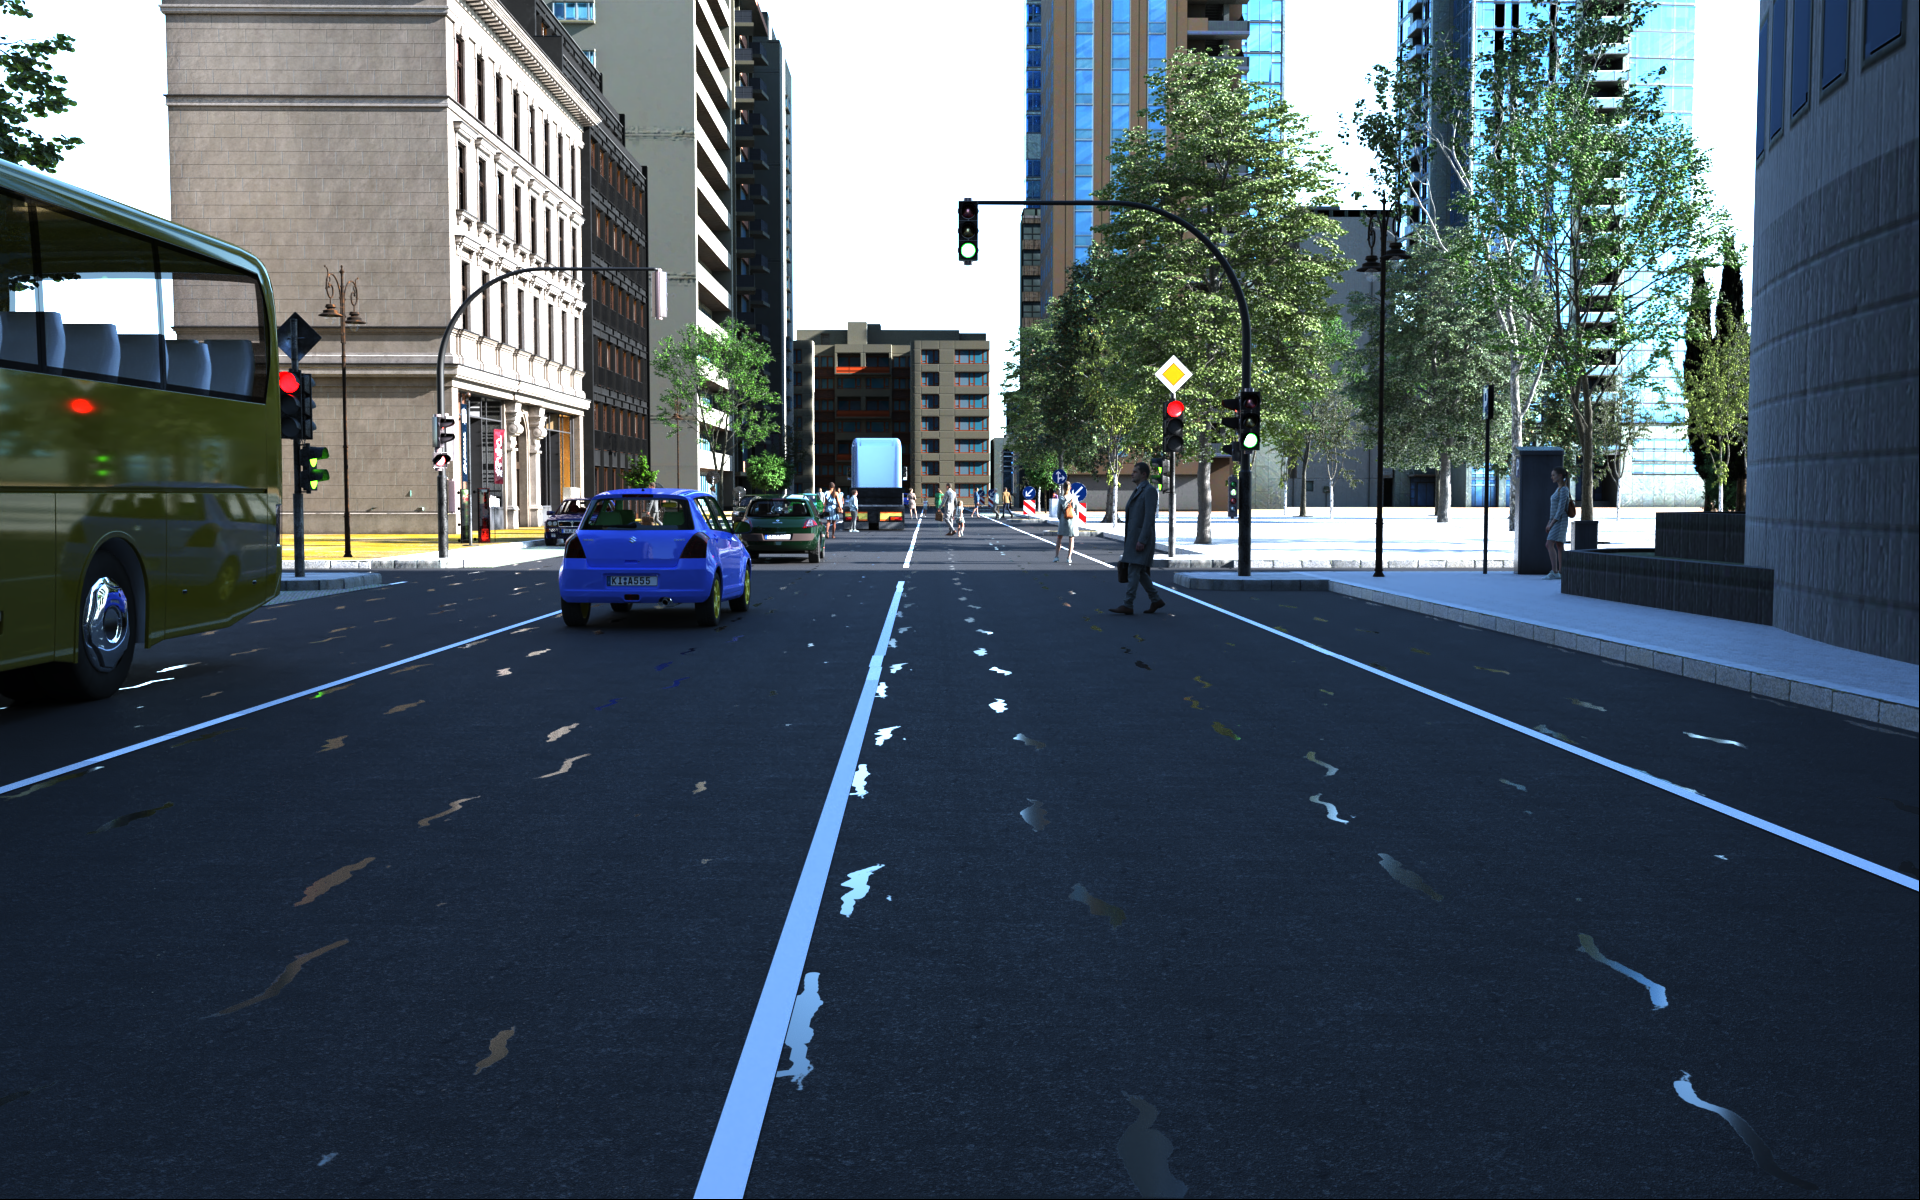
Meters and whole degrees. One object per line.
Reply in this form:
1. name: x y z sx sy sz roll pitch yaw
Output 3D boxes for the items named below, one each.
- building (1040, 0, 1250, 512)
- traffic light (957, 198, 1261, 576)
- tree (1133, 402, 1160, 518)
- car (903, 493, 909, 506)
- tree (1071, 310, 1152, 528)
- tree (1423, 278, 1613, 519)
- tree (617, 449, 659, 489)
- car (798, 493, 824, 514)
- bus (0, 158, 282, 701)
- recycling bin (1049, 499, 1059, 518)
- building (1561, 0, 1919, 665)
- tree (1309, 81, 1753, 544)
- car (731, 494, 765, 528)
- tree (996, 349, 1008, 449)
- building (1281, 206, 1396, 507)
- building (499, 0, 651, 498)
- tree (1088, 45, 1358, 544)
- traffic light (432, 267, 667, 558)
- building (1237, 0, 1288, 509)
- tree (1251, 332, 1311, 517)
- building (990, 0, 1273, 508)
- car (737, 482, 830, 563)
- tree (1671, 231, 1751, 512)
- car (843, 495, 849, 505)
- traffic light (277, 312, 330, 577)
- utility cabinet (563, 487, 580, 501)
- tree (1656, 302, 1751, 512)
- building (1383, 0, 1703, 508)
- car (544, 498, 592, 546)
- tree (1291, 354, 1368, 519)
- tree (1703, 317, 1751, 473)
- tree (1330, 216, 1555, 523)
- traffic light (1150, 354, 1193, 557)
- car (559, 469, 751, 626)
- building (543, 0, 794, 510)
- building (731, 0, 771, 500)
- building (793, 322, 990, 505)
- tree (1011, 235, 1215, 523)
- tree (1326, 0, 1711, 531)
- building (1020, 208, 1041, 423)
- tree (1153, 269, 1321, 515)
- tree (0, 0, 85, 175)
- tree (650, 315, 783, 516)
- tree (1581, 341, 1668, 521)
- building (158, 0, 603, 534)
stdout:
1. building: 13.442 -29.415 131.044 14.600 45.320 14.200 0 4 -1
2. traffic light: 2.339 -3.193 26.869 4.771 5.953 1.251 0 4 -1
3. tree: 10.205 -8.625 91.381 4.360 8.622 3.978 0 3 0
4. car: -6.003 -10.795 186.085 1.945 1.707 3.694 0 4 -2
5. tree: 6.096 -7.044 65.526 4.737 8.622 4.395 0 3 0
6. tree: 29.085 -10.606 90.424 9.611 12.733 9.660 0 3 0
7. tree: -13.653 -4.892 74.578 1.663 3.219 1.824 0 3 0
8. car: -9.072 -5.709 102.141 1.959 1.807 4.718 0 4 1
9. bus: -7.057 -1.078 9.167 2.896 3.916 12.252 0 4 -2
10. recycling bin: 5.275 -5.024 94.692 0.722 1.027 0.722 0 4 -6
11. building: 17.616 -28.614 9.840 21.231 58.520 28.212 0 4 -1
12. tree: 16.119 -7.275 44.697 9.928 11.665 9.643 0 3 0
13. car: -7.999 -3.603 68.695 2.009 1.686 4.222 0 4 0
14. tree: 5.645 -11.063 99.009 7.486 12.596 7.792 0 3 0
15. building: 35.902 -24.828 177.645 14.107 30.474 14.160 0 4 -1
16. building: -22.517 -15.552 83.951 12.332 23.373 15.834 0 4 -1
17. tree: 6.569 -7.731 44.534 7.486 12.596 7.792 0 3 0
18. traffic light: -8.287 -3.679 34.819 4.771 5.953 1.251 0 4 -1
19. building: 16.718 -51.360 152.408 22.319 86.520 31.000 0 4 -1
20. tree: 19.403 -10.468 96.901 9.928 11.665 9.643 0 3 0
21. building: 19.174 -54.632 205.911 31.000 86.520 22.319 0 4 -1
22. car: -3.819 -1.687 37.374 2.009 1.686 4.222 0 4 -3
23. tree: 43.673 -11.647 92.255 13.155 14.587 18.604 0 4 -7
24. car: -10.026 -9.249 163.589 2.083 1.381 4.827 0 4 -3
25. traffic light: -10.229 -2.314 26.762 0.839 4.253 0.868 0 4 -1
26. utility cabinet: -12.514 -2.886 55.859 0.318 1.500 1.173 -2 4 -25
27. tree: 28.723 -7.057 65.738 4.737 8.622 4.395 0 3 0
28. building: 58.512 -52.626 173.099 31.000 86.520 22.319 0 4 -1
29. car: -10.606 -2.228 49.010 1.945 1.354 3.894 0 4 -1
30. tree: 18.693 -8.357 86.995 4.360 8.622 3.978 0 3 0
31. tree: 32.690 -7.404 71.411 4.360 8.622 3.978 0 3 0
32. tree: 21.661 -10.447 77.458 9.857 13.997 8.962 0 3 0
33. traffic light: 4.281 -2.820 35.032 0.839 4.253 0.868 0 4 -1
34. car: -3.442 -0.642 20.091 1.945 1.707 3.694 0 4 1
35. building: -27.978 -33.558 172.373 21.600 48.544 21.300 0 4 -1
36. building: -27.708 -30.003 145.177 22.147 44.769 28.867 0 4 -1
37. building: -11.324 -22.239 208.654 28.899 21.520 27.650 0 4 -1
38. tree: 6.841 -9.753 76.467 9.611 12.733 9.660 0 3 0
39. tree: 18.602 -12.375 58.222 12.611 20.169 13.585 0 3 0
40. building: 13.007 -24.787 176.973 14.160 30.474 14.107 0 4 -1
41. tree: 8.740 -6.319 53.671 4.737 8.622 4.395 0 3 0
42. tree: -13.214 -6.076 17.476 7.486 12.596 7.792 0 3 0
43. tree: -14.261 -10.788 102.139 9.928 11.665 9.643 0 3 0
44. tree: 31.235 -8.046 81.916 4.360 8.622 3.978 0 3 0
45. building: -20.539 -12.541 55.956 10.553 20.767 40.483 0 4 -1
